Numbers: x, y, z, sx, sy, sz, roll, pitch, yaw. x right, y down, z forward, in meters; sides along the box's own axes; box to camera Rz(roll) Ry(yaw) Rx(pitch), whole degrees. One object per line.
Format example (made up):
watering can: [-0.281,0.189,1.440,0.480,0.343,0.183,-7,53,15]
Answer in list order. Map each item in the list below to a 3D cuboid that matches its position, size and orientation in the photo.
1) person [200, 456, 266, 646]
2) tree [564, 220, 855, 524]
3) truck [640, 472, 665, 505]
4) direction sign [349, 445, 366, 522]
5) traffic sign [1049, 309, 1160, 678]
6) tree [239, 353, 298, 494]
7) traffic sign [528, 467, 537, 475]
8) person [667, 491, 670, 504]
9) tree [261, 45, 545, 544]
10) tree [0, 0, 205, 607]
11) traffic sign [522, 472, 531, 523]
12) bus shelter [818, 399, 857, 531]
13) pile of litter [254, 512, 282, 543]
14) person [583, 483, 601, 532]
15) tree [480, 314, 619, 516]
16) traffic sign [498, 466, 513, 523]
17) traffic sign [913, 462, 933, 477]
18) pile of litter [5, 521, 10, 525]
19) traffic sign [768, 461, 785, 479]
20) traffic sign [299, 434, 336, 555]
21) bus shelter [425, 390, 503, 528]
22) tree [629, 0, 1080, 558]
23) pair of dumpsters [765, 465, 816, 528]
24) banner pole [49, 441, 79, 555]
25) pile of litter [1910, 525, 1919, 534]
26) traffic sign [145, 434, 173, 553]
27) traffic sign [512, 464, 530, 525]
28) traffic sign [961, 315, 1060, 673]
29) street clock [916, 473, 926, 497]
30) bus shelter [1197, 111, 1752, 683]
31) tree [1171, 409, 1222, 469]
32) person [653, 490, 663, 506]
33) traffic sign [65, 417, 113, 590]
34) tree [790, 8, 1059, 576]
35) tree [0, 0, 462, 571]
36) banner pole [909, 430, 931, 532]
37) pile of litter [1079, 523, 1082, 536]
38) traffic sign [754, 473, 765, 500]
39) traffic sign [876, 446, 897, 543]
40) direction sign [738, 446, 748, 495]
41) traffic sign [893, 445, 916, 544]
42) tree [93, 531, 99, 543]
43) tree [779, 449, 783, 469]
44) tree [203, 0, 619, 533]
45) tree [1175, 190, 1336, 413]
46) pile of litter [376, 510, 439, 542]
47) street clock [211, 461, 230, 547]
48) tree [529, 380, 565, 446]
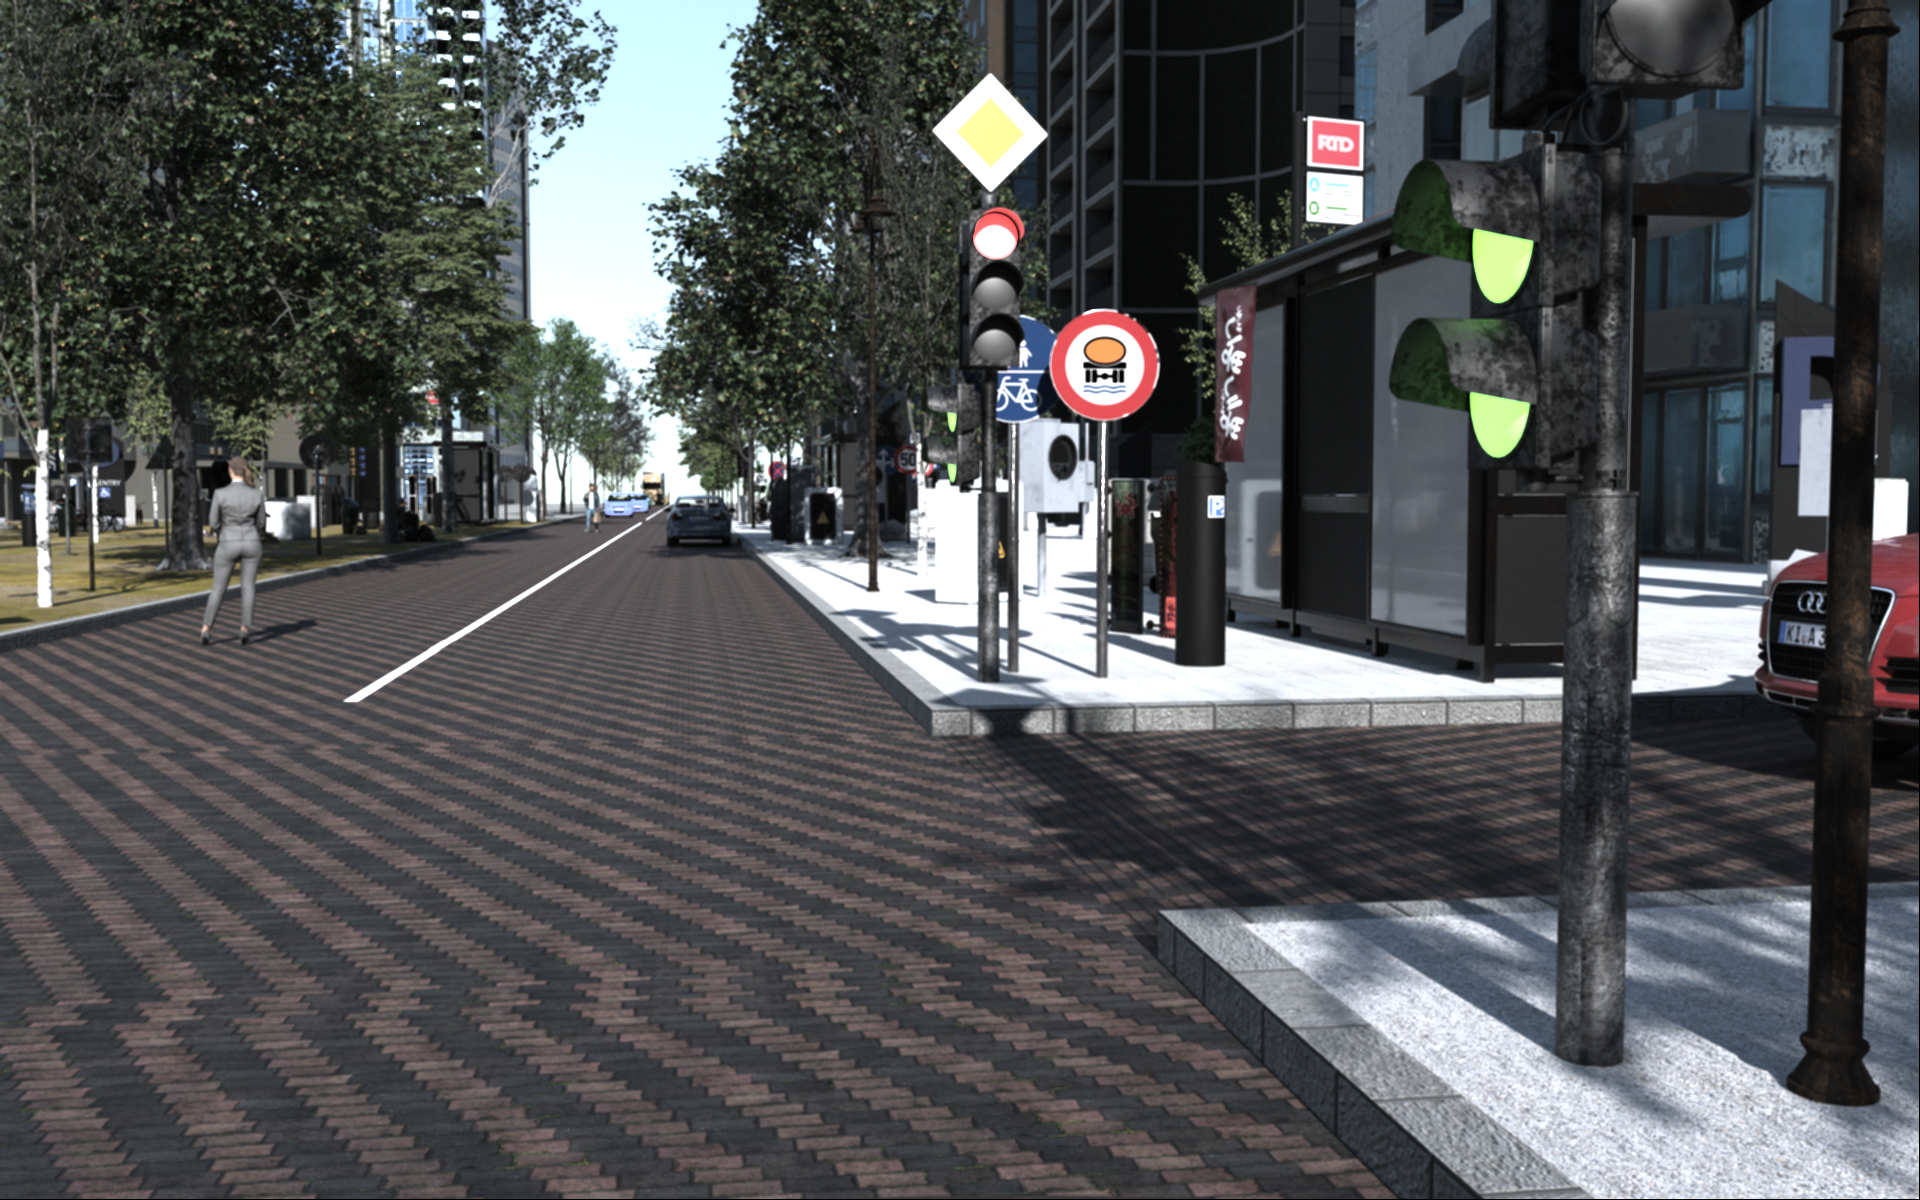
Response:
person: [-6.909,-0.469,16.446,0.573,1.790,0.520,3,5,41]
tree: [-9.030,-9.983,73.593,12.009,13.543,11.850,0,3,0]
truck: [-39.196,-14.220,221.411,2.839,4.237,11.283,0,4,-8]
direction sign: [-27.884,-5.395,80.209,0.876,3.537,0.379,1,4,17]
traffic sign: [0.993,-0.730,12.037,0.768,2.556,0.104,0,4,-5]
tree: [-29.831,-7.508,73.118,4.737,8.622,4.395,0,3,0]
traffic sign: [-20.497,-5.031,82.355,0.768,2.556,0.104,0,4,-8]
person: [-40.697,-14.267,241.770,0.705,1.823,1.348,-1,4,-19]
tree: [-14.391,-7.718,44.316,7.486,12.596,7.792,0,3,0]
tree: [-10.666,-4.232,19.562,4.360,8.622,3.978,0,3,0]
traffic sign: [-19.443,-4.697,76.909,0.768,2.556,0.104,0,4,0]
bus shelter: [-4.038,-5.274,63.858,2.179,5.291,8.768,-1,4,-9]
pile of litter: [-18.665,-1.954,45.911,1.719,0.858,1.176,1,4,18]
person: [-13.617,-3.413,64.289,0.794,1.824,0.713,1,4,15]
tree: [-23.827,-10.620,99.394,9.928,11.665,9.643,0,3,0]
traffic sign: [-20.360,-4.740,77.604,0.768,2.556,0.104,0,4,-1]
traffic sign: [-1.216,-3.294,53.970,0.768,2.556,0.104,0,4,-3]
pile of litter: [-37.994,-3.317,68.199,1.176,0.858,1.719,0,4,0]
traffic sign: [-7.010,-4.072,66.683,0.768,2.556,0.104,0,4,-6]
traffic sign: [-13.519,-2.223,36.454,0.768,2.556,0.104,0,4,0]
bus shelter: [-19.992,-5.639,69.824,2.179,5.291,8.768,-1,4,-9]
tree: [-2.036,-7.218,35.026,9.611,12.733,9.660,0,3,0]
pair of dumpsters: [-5.960,-3.576,60.957,1.574,2.255,4.437,-1,4,-9]
banner pole: [-18.870,-2.825,36.208,0.401,3.779,0.863,1,4,15]
pile of litter: [15.219,-0.802,27.071,1.176,0.858,1.719,-2,4,-34]
traffic sign: [-17.141,-2.287,37.391,0.884,2.594,0.081,0,4,0]
traffic sign: [-18.450,-4.444,72.770,0.768,2.556,0.104,0,4,1]
traffic sign: [0.384,-0.752,12.402,0.768,2.556,0.104,0,4,-3]
street clock: [-1.197,-2.991,53.470,0.358,2.002,0.471,-1,4,-13]
bus shelter: [3.682,-2.343,15.936,2.179,5.291,8.768,-1,4,-9]
tree: [9.373,-4.842,62.883,4.285,4.588,4.351,0,3,0]
person: [-36.125,-12.197,207.544,1.348,1.869,0.705,-2,4,-34]
traffic sign: [-11.537,-1.275,22.975,0.606,2.300,0.079,0,4,-1]
tree: [-0.567,-4.670,26.724,4.360,8.622,3.978,0,3,0]
tree: [-13.206,-6.861,29.184,9.611,12.733,9.660,0,3,0]
banner pole: [-1.393,-4.228,59.137,0.863,3.779,0.401,2,4,30]
pile of litter: [4.343,-2.423,53.586,1.719,0.858,1.176,-3,5,-41]
traffic sign: [-9.730,-5.016,84.145,0.606,2.300,0.079,0,4,1]
traffic sign: [-1.947,-2.777,45.513,0.768,2.556,0.104,-1,4,-9]
direction sign: [-10.319,-5.544,82.641,0.379,3.537,0.876,2,4,29]
traffic sign: [-1.334,-2.734,44.799,0.768,2.556,0.104,0,4,-2]
tree: [-23.075,-5.835,45.765,4.737,8.622,4.395,0,3,0]
tree: [-5.465,-6.429,55.475,4.360,8.622,3.978,0,3,0]
tree: [-18.285,-12.298,56.962,12.611,20.169,13.585,0,3,0]
tree: [7.388,-5.559,41.251,4.737,8.622,4.395,0,3,0]
pile of litter: [-14.959,-2.010,46.830,1.719,0.858,1.176,-1,4,-20]
street clock: [-16.052,-2.024,37.658,0.358,2.002,0.471,0,4,-1]
tree: [-28.833,-13.847,136.764,12.009,13.543,11.850,0,3,0]
